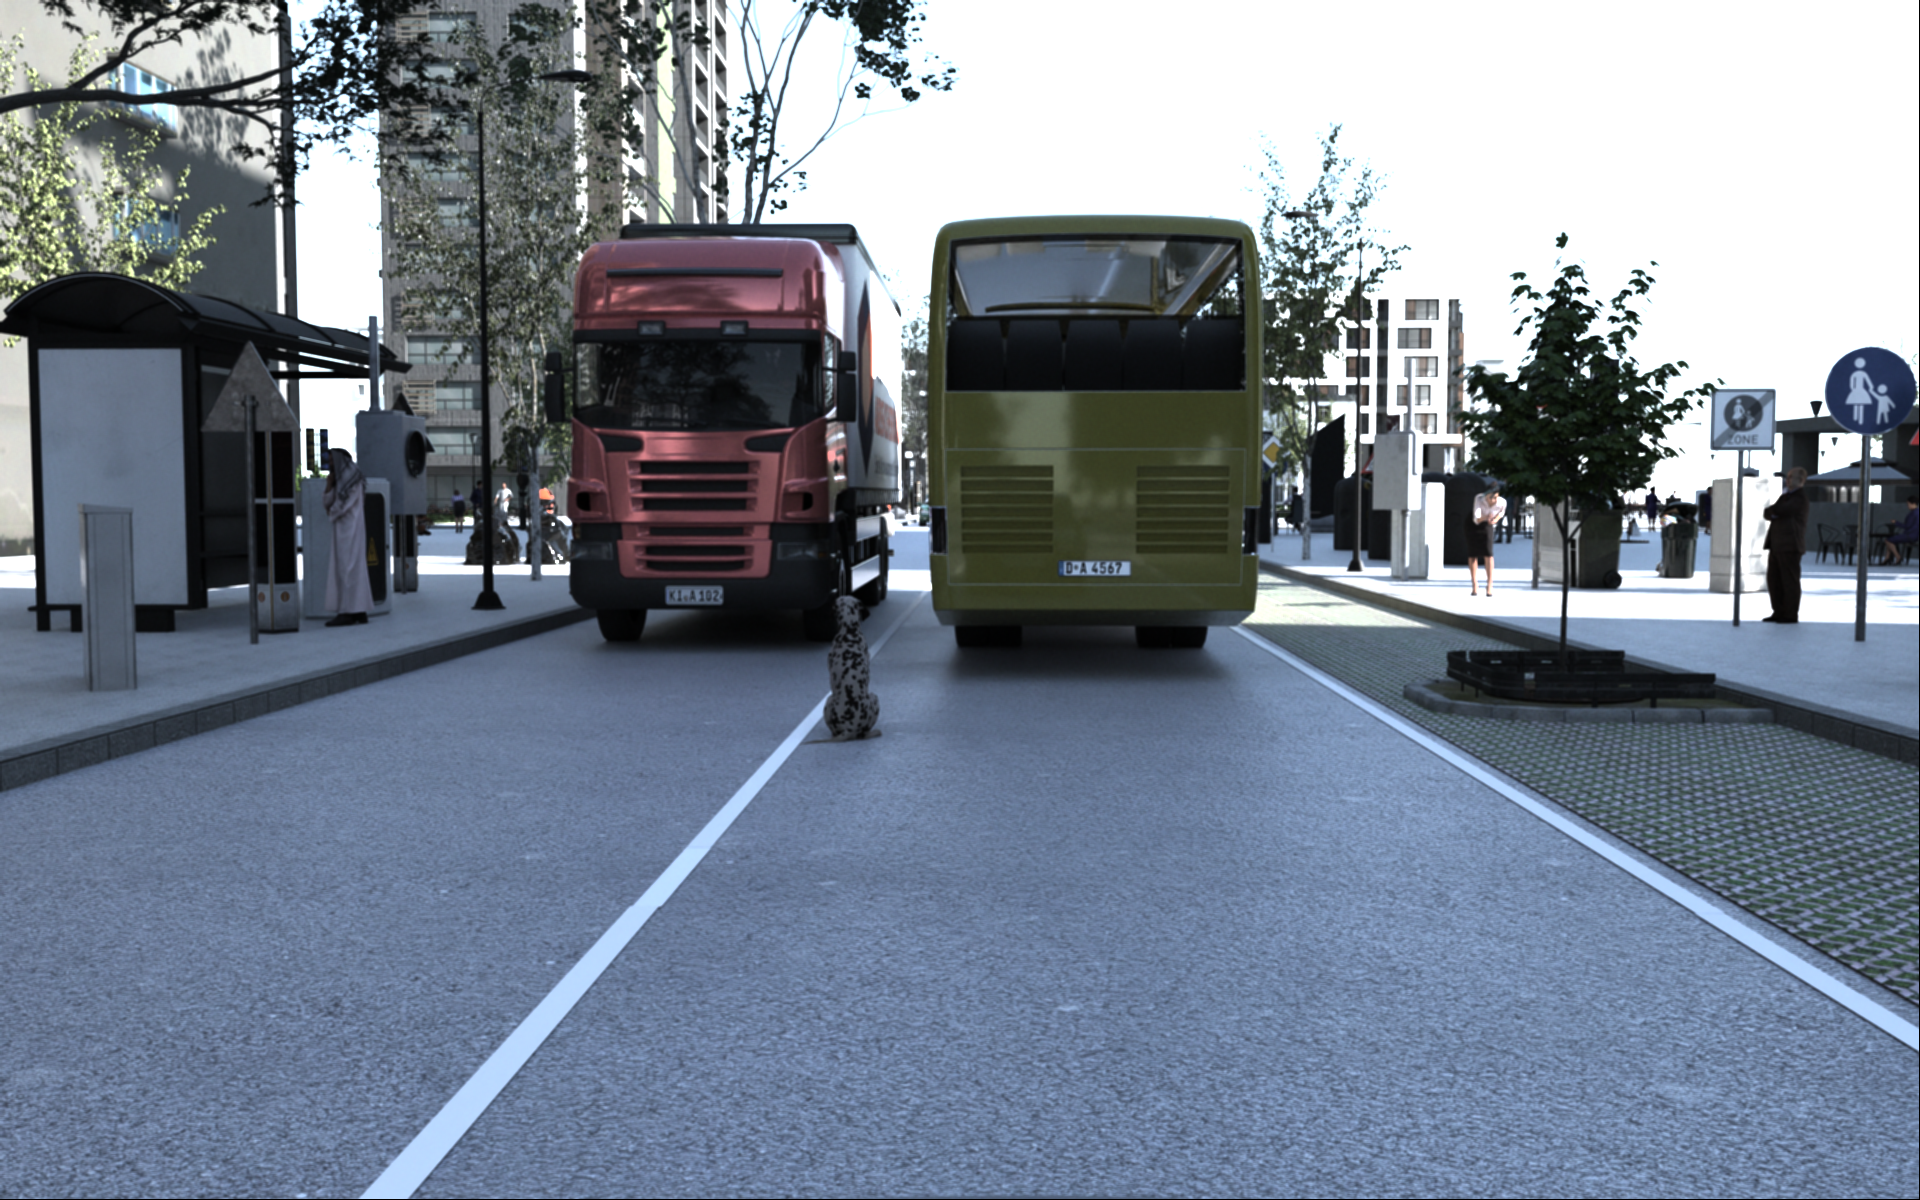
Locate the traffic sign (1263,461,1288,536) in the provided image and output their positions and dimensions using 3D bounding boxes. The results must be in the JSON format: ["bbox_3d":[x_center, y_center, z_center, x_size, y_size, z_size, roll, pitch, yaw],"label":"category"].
[{"bbox_3d":[9.594,-3.220,52.756,0.768,2.556,0.104,0,4,6],"label":"traffic sign"}]

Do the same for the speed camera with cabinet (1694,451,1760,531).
[{"bbox_3d":[26.581,-4.017,60.015,2.038,3.252,0.660,1,4,23],"label":"speed camera with cabinet"}]

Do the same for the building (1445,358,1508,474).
[{"bbox_3d":[70.586,-23.949,247.978,11.380,20.091,16.016,0,4,2],"label":"building"}]

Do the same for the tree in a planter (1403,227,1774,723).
[{"bbox_3d":[4.097,-0.884,11.669,1.991,3.239,1.994,0,4,2],"label":"tree in a planter"}]

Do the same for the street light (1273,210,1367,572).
[{"bbox_3d":[6.013,-3.422,28.493,1.470,5.913,1.316,0,4,2],"label":"street light"}]

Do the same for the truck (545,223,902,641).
[{"bbox_3d":[-2.238,-1.917,20.262,2.839,4.237,11.283,0,4,1],"label":"truck"}]

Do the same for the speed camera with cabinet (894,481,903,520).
[{"bbox_3d":[-3.813,-5.590,85.729,2.038,3.252,0.660,-3,4,-36],"label":"speed camera with cabinet"}]

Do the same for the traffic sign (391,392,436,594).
[{"bbox_3d":[-7.134,-1.355,22.153,0.884,2.594,0.081,0,4,8],"label":"traffic sign"}]

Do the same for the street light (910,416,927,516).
[{"bbox_3d":[-2.243,-7.969,102.828,1.470,5.913,1.316,0,4,2],"label":"street light"}]

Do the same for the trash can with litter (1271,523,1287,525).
[{"bbox_3d":[12.787,-3.672,71.091,2.233,1.210,1.678,0,4,6],"label":"trash can with litter"}]

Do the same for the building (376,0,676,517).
[{"bbox_3d":[-25.124,-25.616,102.416,14.154,41.232,14.086,0,4,2],"label":"building"}]

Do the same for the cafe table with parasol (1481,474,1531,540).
[{"bbox_3d":[14.474,-2.676,48.612,2.610,1.966,2.610,-1,4,-15],"label":"cafe table with parasol"}]

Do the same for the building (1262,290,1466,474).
[{"bbox_3d":[40.226,-21.147,189.725,27.936,21.610,32.646,0,4,2],"label":"building"}]

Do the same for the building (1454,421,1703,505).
[{"bbox_3d":[71.490,-15.828,200.934,28.070,9.664,9.099,0,4,2],"label":"building"}]

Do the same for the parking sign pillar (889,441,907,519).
[{"bbox_3d":[-3.437,-6.110,88.378,1.447,3.967,1.447,-1,4,-9],"label":"parking sign pillar"}]

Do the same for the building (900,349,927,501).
[{"bbox_3d":[-11.898,-25.278,257.262,32.646,21.610,27.936,0,4,2],"label":"building"}]

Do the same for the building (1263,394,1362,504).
[{"bbox_3d":[29.665,-13.323,159.976,9.099,9.664,28.070,0,4,2],"label":"building"}]

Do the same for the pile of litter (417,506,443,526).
[{"bbox_3d":[-21.833,-3.435,70.122,1.719,0.858,1.176,1,4,19],"label":"pile of litter"}]

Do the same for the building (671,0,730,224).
[{"bbox_3d":[-25.676,-42.115,126.830,20.563,71.187,20.611,0,4,2],"label":"building"}]

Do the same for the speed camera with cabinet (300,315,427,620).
[{"bbox_3d":[-6.357,-1.482,18.564,0.660,3.252,2.038,0,4,4],"label":"speed camera with cabinet"}]

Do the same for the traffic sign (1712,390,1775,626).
[{"bbox_3d":[7.542,-0.895,16.759,0.606,2.300,0.079,0,4,5],"label":"traffic sign"}]

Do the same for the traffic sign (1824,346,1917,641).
[{"bbox_3d":[7.856,-0.913,15.039,0.768,2.556,0.104,0,4,5],"label":"traffic sign"}]

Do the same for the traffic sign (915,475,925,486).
[{"bbox_3d":[-2.662,-6.975,114.146,0.768,2.556,0.104,0,4,4],"label":"traffic sign"}]

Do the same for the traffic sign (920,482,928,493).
[{"bbox_3d":[-2.945,-8.329,136.187,0.884,2.594,0.081,0,4,6],"label":"traffic sign"}]

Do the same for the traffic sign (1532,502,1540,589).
[{"bbox_3d":[7.818,-1.429,23.467,0.768,2.556,0.104,1,4,10],"label":"traffic sign"}]

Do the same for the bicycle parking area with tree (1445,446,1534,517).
[{"bbox_3d":[29.568,-6.955,100.719,9.016,4.147,8.231,0,4,7],"label":"bicycle parking area with tree"}]

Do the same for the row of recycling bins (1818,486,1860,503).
[{"bbox_3d":[35.324,-3.824,69.627,3.534,1.692,1.069,-3,5,-43],"label":"row of recycling bins"}]

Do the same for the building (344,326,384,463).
[{"bbox_3d":[-62.789,-21.056,200.687,11.380,20.091,16.016,0,4,2],"label":"building"}]

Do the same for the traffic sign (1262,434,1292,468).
[{"bbox_3d":[6.943,-2.359,38.300,0.795,2.593,0.064,0,4,2],"label":"traffic sign"}]

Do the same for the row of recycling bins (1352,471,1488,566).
[{"bbox_3d":[8.788,-1.566,32.718,1.069,1.692,3.534,-1,4,-15],"label":"row of recycling bins"}]

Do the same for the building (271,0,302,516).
[{"bbox_3d":[-45.197,-19.653,93.034,14.107,30.474,14.160,0,4,2],"label":"building"}]

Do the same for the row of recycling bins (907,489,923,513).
[{"bbox_3d":[-4.277,-6.660,116.009,3.534,1.692,1.069,-1,4,-9],"label":"row of recycling bins"}]

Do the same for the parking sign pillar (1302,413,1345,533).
[{"bbox_3d":[12.100,-4.230,57.629,1.447,3.967,1.447,0,4,0],"label":"parking sign pillar"}]

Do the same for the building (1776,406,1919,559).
[{"bbox_3d":[34.989,-20.916,33.862,32.217,40.220,23.993,0,4,2],"label":"building"}]

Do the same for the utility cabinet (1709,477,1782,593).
[{"bbox_3d":[10.256,-0.853,22.632,1.173,1.500,0.318,-3,4,-36],"label":"utility cabinet"}]

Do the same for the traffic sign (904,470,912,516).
[{"bbox_3d":[-2.903,-5.518,90.326,0.768,2.556,0.104,0,4,5],"label":"traffic sign"}]

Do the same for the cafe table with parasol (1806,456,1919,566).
[{"bbox_3d":[16.398,-1.607,31.139,2.610,1.966,2.610,1,4,12],"label":"cafe table with parasol"}]

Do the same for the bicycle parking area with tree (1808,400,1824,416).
[{"bbox_3d":[28.624,-4.091,53.884,8.231,4.147,9.016,0,4,-3],"label":"bicycle parking area with tree"}]

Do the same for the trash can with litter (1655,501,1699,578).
[{"bbox_3d":[10.938,-0.932,26.628,0.624,1.170,1.055,0,4,7],"label":"trash can with litter"}]

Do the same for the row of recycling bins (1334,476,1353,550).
[{"bbox_3d":[10.315,-2.017,40.086,3.534,1.692,1.069,-1,4,-14],"label":"row of recycling bins"}]

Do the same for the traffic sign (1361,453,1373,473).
[{"bbox_3d":[10.760,-2.727,44.597,0.884,2.594,0.081,1,4,11],"label":"traffic sign"}]

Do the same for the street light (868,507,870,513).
[{"bbox_3d":[-3.148,-5.968,70.120,1.470,5.913,1.316,0,4,2],"label":"street light"}]

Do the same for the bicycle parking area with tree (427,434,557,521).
[{"bbox_3d":[-23.799,-5.993,84.981,9.016,4.147,8.231,0,4,2],"label":"bicycle parking area with tree"}]

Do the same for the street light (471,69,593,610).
[{"bbox_3d":[-4.721,-2.850,19.132,1.470,5.913,1.316,0,4,2],"label":"street light"}]

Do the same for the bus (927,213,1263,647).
[{"bbox_3d":[1.236,-1.683,19.056,2.896,3.916,12.252,0,4,2],"label":"bus"}]

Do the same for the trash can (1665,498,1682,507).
[{"bbox_3d":[29.123,-3.613,70.725,0.748,1.137,0.748,0,3,0],"label":"trash can"}]

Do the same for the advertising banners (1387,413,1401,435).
[{"bbox_3d":[9.731,-2.506,37.166,0.090,3.025,2.074,-1,4,-20],"label":"advertising banners"}]

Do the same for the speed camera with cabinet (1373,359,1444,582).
[{"bbox_3d":[6.761,-1.942,26.082,0.660,3.252,2.038,2,4,29],"label":"speed camera with cabinet"}]

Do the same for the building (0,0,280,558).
[{"bbox_3d":[-29.719,-25.253,36.581,21.600,48.544,21.300,0,4,2],"label":"building"}]

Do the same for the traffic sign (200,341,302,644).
[{"bbox_3d":[-6.040,-0.902,14.754,0.884,2.594,0.081,0,4,3],"label":"traffic sign"}]

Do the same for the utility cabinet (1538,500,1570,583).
[{"bbox_3d":[8.687,-1.001,25.052,0.318,1.500,1.173,0,3,0],"label":"utility cabinet"}]

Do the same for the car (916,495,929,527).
[{"bbox_3d":[-0.894,-4.050,78.009,2.131,1.459,4.920,0,4,1],"label":"car"}]

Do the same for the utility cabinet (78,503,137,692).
[{"bbox_3d":[-5.757,-0.033,11.708,0.306,1.237,1.020,-2,4,-29],"label":"utility cabinet"}]

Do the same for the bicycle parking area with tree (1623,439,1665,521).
[{"bbox_3d":[35.214,-5.950,84.289,8.231,4.147,9.016,-1,4,-22],"label":"bicycle parking area with tree"}]

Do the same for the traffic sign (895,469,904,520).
[{"bbox_3d":[-3.107,-5.153,84.355,0.768,2.556,0.104,1,4,10],"label":"traffic sign"}]

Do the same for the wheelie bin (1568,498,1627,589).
[{"bbox_3d":[8.644,-0.961,23.623,0.693,1.594,0.980,0,3,0],"label":"wheelie bin"}]

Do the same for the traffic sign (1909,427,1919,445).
[{"bbox_3d":[10.674,-1.142,18.684,0.884,2.594,0.081,0,4,4],"label":"traffic sign"}]
